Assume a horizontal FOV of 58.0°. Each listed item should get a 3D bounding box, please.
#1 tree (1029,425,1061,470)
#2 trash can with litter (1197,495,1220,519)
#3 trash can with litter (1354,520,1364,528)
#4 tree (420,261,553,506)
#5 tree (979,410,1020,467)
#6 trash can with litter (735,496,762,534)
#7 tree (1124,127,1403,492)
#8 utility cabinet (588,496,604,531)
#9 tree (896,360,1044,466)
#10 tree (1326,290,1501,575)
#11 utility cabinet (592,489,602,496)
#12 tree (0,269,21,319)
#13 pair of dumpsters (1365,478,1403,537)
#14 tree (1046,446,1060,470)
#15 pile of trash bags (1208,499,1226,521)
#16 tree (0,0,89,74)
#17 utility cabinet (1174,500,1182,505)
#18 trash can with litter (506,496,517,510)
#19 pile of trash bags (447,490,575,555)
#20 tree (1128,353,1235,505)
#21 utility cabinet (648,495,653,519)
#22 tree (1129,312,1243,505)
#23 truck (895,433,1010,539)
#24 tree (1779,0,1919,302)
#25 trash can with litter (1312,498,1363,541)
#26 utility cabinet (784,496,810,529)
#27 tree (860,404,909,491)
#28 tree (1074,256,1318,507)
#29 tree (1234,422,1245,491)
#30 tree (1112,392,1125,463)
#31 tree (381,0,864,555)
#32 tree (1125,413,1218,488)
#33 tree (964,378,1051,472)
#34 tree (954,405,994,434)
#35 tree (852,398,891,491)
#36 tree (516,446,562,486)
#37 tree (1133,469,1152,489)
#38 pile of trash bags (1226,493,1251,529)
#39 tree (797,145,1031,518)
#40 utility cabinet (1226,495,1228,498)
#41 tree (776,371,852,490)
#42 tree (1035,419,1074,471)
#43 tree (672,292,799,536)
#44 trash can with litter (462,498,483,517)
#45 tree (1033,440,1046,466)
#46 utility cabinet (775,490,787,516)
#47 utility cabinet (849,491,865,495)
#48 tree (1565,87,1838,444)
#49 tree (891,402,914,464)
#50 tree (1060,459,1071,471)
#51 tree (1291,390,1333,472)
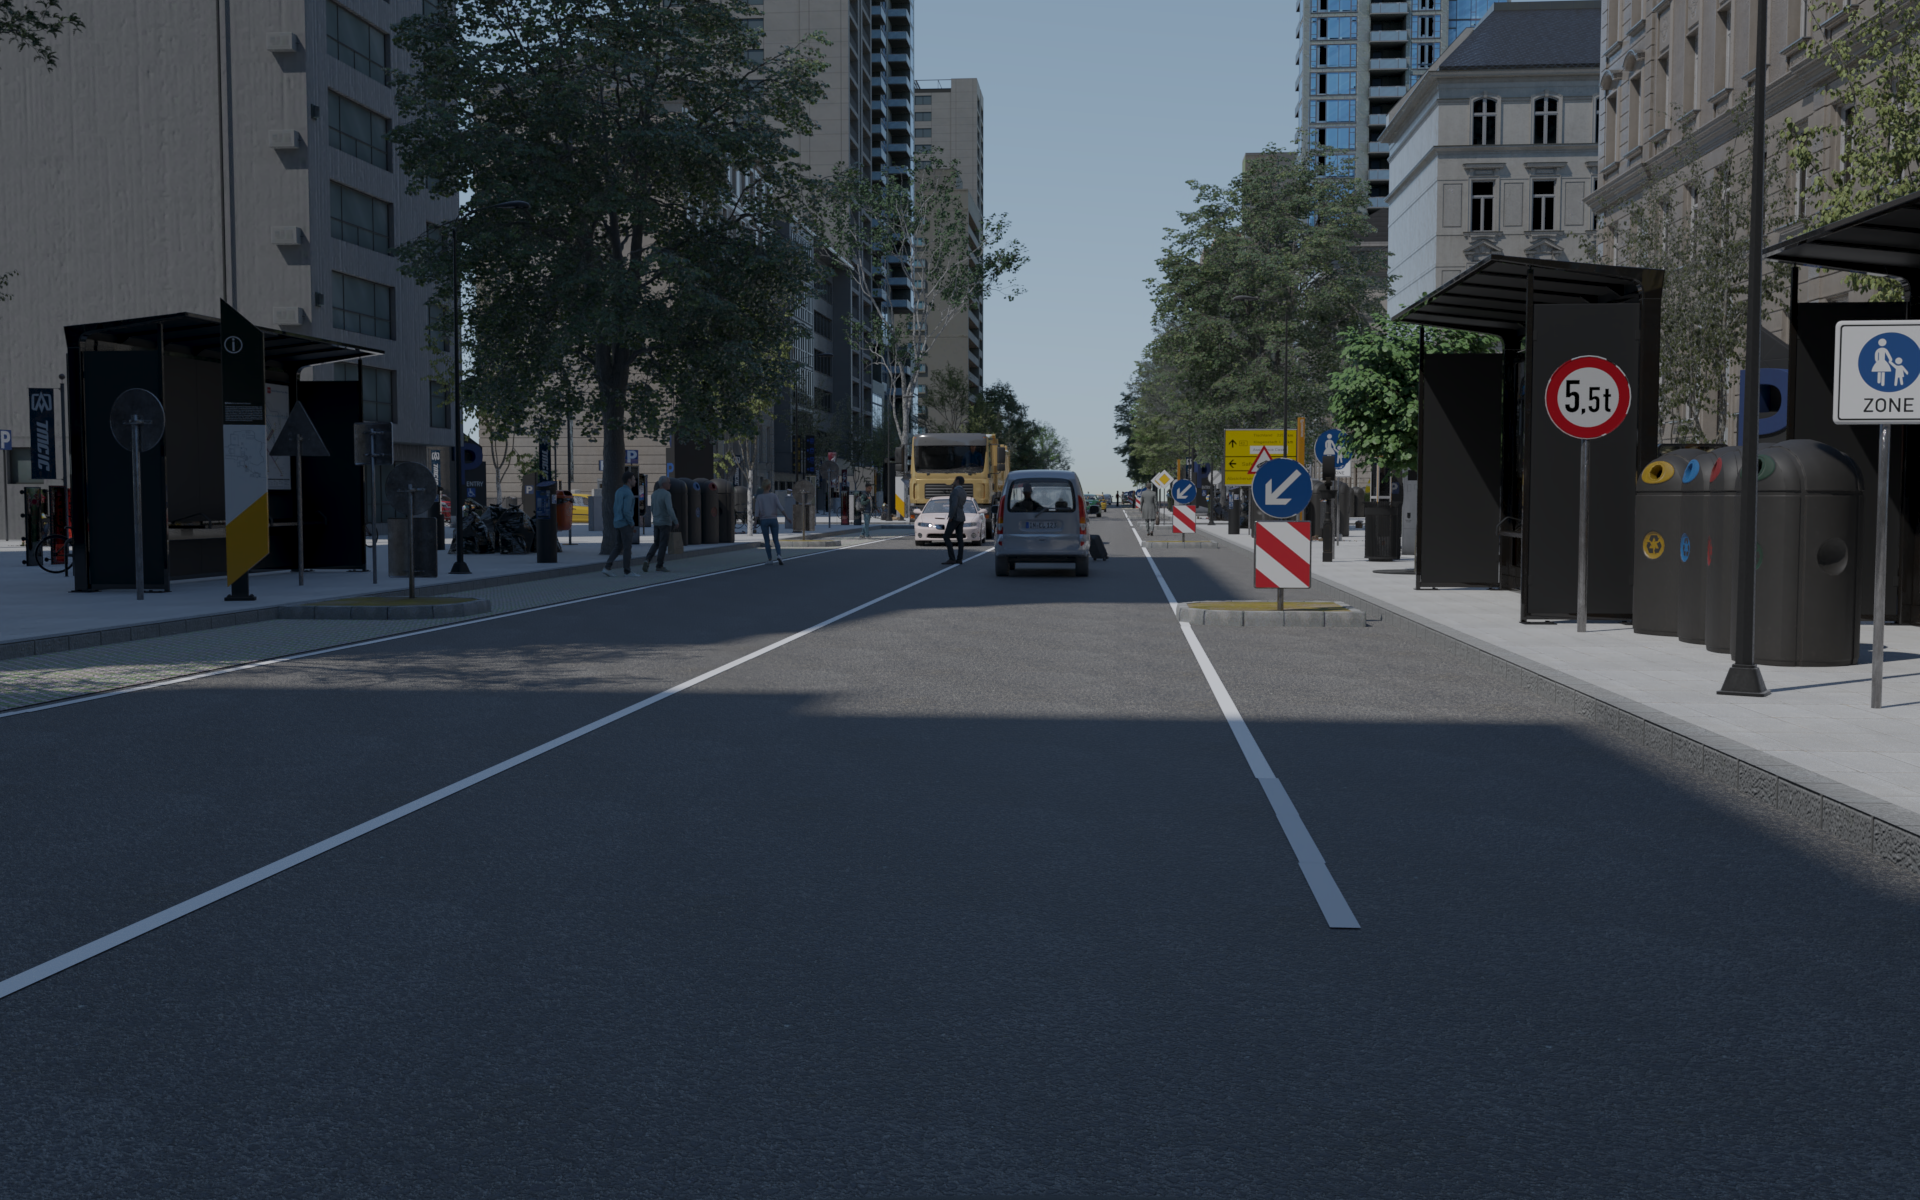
[{"bbox_3d":[10.908,-19.932,251.636,9.928,11.665,9.643,0,3,0],"label":"tree"},{"bbox_3d":[12.744,-4.715,88.140,2.233,1.210,1.678,2,4,35],"label":"trash can with litter"},{"bbox_3d":[15.284,-3.281,65.031,1.055,1.170,0.624,1,4,15],"label":"trash can with litter"},{"bbox_3d":[-13.919,-6.209,51.873,4.737,8.622,4.395,0,3,0],"label":"tree"},{"bbox_3d":[2.841,-12.025,146.976,4.360,8.622,3.978,0,3,0],"label":"tree"},{"bbox_3d":[-7.172,-2.737,55.805,2.233,1.210,1.678,-2,4,-34],"label":"trash can with litter"},{"bbox_3d":[10.836,-9.495,61.902,9.857,13.997,8.962,0,3,0],"label":"tree"},{"bbox_3d":[-12.486,-3.007,60.332,0.306,1.237,1.020,2,4,35],"label":"utility cabinet"},{"bbox_3d":[0.012,-11.376,120.412,8.767,10.594,7.601,-3,5,-40],"label":"tree"},{"bbox_3d":[7.401,-2.705,27.942,4.285,4.588,4.351,0,3,0],"label":"tree"},{"bbox_3d":[-15.083,-3.985,73.830,1.173,1.500,0.318,-2,4,-31],"label":"utility cabinet"},{"bbox_3d":[-22.098,-5.221,35.729,4.360,8.622,3.978,0,3,0],"label":"tree"},{"bbox_3d":[10.402,-2.282,39.811,1.574,2.255,4.437,0,4,5],"label":"pair of dumpsters"},{"bbox_3d":[5.807,-15.785,192.495,7.601,10.594,8.767,-1,4,-16],"label":"tree"},{"bbox_3d":[13.728,-4.470,82.829,3.447,1.369,1.912,-1,4,-16],"label":"pile of trash bags"},{"bbox_3d":[-10.400,-4.756,12.181,8.767,10.594,7.601,1,4,8],"label":"tree"},{"bbox_3d":[12.469,-5.351,98.648,0.306,1.237,1.020,1,4,21],"label":"utility cabinet"},{"bbox_3d":[-22.260,-4.495,84.544,2.233,1.210,1.678,0,4,-8],"label":"trash can with litter"},{"bbox_3d":[-9.614,-1.742,38.236,1.912,1.369,3.447,1,4,21],"label":"pile of trash bags"},{"bbox_3d":[14.933,-11.592,115.287,9.928,11.665,9.643,0,3,0],"label":"tree"},{"bbox_3d":[-16.284,-4.874,90.850,1.020,1.237,0.306,3,5,39],"label":"utility cabinet"},{"bbox_3d":[14.233,-11.538,106.769,7.486,12.596,7.792,0,3,0],"label":"tree"},{"bbox_3d":[0.053,-3.774,57.626,3.469,3.379,9.791,0,4,6],"label":"truck"},{"bbox_3d":[12.497,-4.402,22.334,4.737,8.622,4.395,0,3,0],"label":"tree"},{"bbox_3d":[10.089,-2.248,47.818,1.678,1.210,2.233,0,4,-3],"label":"trash can with litter"},{"bbox_3d":[-6.003,-3.234,64.041,1.020,1.237,0.306,2,4,33],"label":"utility cabinet"},{"bbox_3d":[-6.274,-11.688,141.469,4.737,8.622,4.395,0,3,0],"label":"tree"},{"bbox_3d":[13.136,-10.710,85.472,12.009,13.543,11.850,0,3,0],"label":"tree"},{"bbox_3d":[23.776,-12.112,148.392,4.737,8.622,4.395,0,3,0],"label":"tree"},{"bbox_3d":[21.022,-17.088,186.043,9.857,13.997,8.962,0,3,0],"label":"tree"},{"bbox_3d":[-7.208,-7.936,36.416,9.857,13.997,8.962,0,3,0],"label":"tree"},{"bbox_3d":[19.791,-14.060,164.288,8.767,10.594,7.601,3,5,39],"label":"tree"},{"bbox_3d":[3.892,-15.561,171.434,9.611,12.733,9.660,0,3,0],"label":"tree"},{"bbox_3d":[0.994,-11.449,137.548,4.737,8.622,4.395,0,3,0],"label":"tree"},{"bbox_3d":[-7.558,-10.700,125.303,4.360,8.622,3.978,0,3,0],"label":"tree"},{"bbox_3d":[-17.183,-4.615,70.057,1.663,3.219,1.824,0,3,0],"label":"tree"},{"bbox_3d":[27.841,-18.700,256.101,4.737,8.622,4.395,0,3,0],"label":"tree"},{"bbox_3d":[11.950,-3.341,64.375,3.447,1.369,1.912,2,4,29],"label":"pile of trash bags"},{"bbox_3d":[-1.651,-14.454,92.216,12.611,20.169,13.585,0,3,0],"label":"tree"},{"bbox_3d":[17.877,-6.391,115.647,1.020,1.237,0.306,3,5,39],"label":"utility cabinet"},{"bbox_3d":[-8.896,-9.418,104.340,4.360,8.622,3.978,0,3,0],"label":"tree"},{"bbox_3d":[13.730,-22.745,282.249,12.009,13.543,11.850,0,3,0],"label":"tree"},{"bbox_3d":[-6.557,-6.259,52.699,4.737,8.622,4.395,0,3,0],"label":"tree"},{"bbox_3d":[-13.481,-2.292,48.861,1.055,1.170,0.624,-2,4,-35],"label":"trash can with litter"},{"bbox_3d":[7.718,-15.922,210.681,4.360,8.622,3.978,0,3,0],"label":"tree"},{"bbox_3d":[-10.291,-5.703,101.921,1.173,1.500,0.318,0,4,-7],"label":"utility cabinet"},{"bbox_3d":[-6.350,-6.066,107.861,1.173,1.500,0.318,-1,4,-11],"label":"utility cabinet"},{"bbox_3d":[13.410,-4.942,31.162,4.360,8.622,3.978,0,3,0],"label":"tree"},{"bbox_3d":[-5.223,-11.065,131.280,4.360,8.622,3.978,0,3,0],"label":"tree"},{"bbox_3d":[16.323,-23.071,311.628,8.767,10.594,7.601,1,4,22],"label":"tree"},{"bbox_3d":[22.739,-9.989,113.679,4.360,8.622,3.978,0,3,0],"label":"tree"}]
